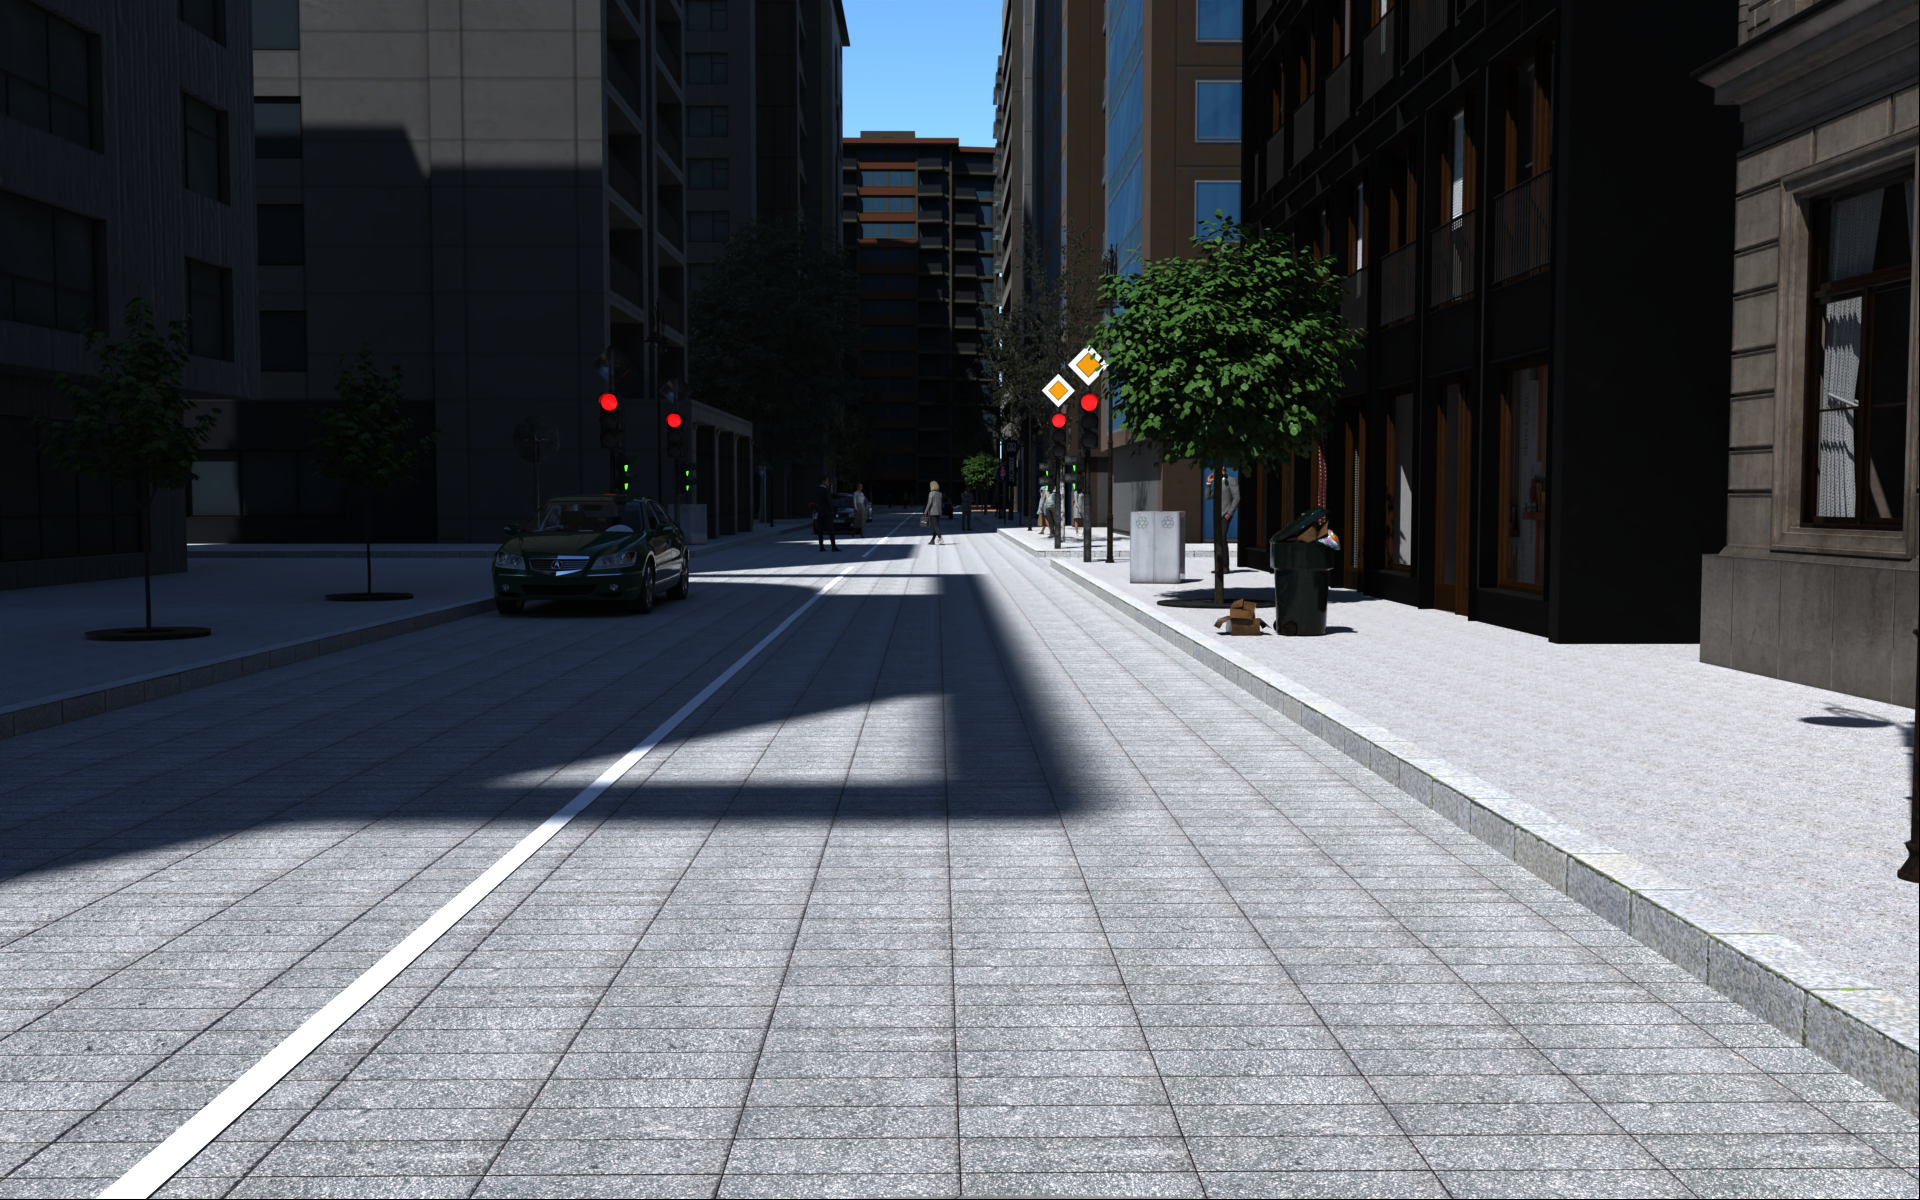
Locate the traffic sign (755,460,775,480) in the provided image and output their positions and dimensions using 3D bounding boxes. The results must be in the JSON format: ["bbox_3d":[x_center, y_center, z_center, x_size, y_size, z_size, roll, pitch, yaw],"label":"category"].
[{"bbox_3d":[-7.436,-4.052,65.984,0.795,2.593,0.064,0,4,1],"label":"traffic sign"}]

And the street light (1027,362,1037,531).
[{"bbox_3d":[2.448,-5.361,60.443,0.468,5.910,1.993,0,4,-1],"label":"street light"}]

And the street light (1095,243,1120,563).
[{"bbox_3d":[2.799,-3.631,32.157,0.468,5.910,1.993,0,4,-1],"label":"street light"}]

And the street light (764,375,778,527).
[{"bbox_3d":[-7.353,-5.793,67.511,0.468,5.910,1.993,0,4,-1],"label":"street light"}]

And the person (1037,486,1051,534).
[{"bbox_3d":[2.756,-2.977,54.811,0.616,1.811,0.778,-2,4,-34],"label":"person"}]

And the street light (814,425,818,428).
[{"bbox_3d":[-7.825,-7.418,94.079,0.468,5.910,1.993,0,4,-1],"label":"street light"}]

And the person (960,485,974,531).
[{"bbox_3d":[0.304,-3.617,67.811,0.511,1.800,0.466,-3,5,-43],"label":"person"}]

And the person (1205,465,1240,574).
[{"bbox_3d":[4.222,-1.327,27.928,0.473,1.802,0.592,-1,4,-10],"label":"person"}]

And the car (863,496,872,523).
[{"bbox_3d":[-5.466,-4.634,88.123,2.083,1.381,4.827,0,4,1],"label":"car"}]

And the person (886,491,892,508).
[{"bbox_3d":[-7.151,-10.112,174.509,0.721,1.739,1.217,1,4,23],"label":"person"}]

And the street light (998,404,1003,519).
[{"bbox_3d":[2.024,-7.078,88.514,0.468,5.910,1.993,0,4,-1],"label":"street light"}]

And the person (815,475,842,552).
[{"bbox_3d":[-3.326,-2.168,43.309,0.648,1.900,0.474,3,5,40],"label":"person"}]

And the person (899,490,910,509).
[{"bbox_3d":[-5.283,-9.639,166.198,1.348,1.812,0.705,-3,5,-44],"label":"person"}]

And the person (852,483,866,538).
[{"bbox_3d":[-3.362,-2.956,57.063,0.478,1.798,0.641,-2,4,-32],"label":"person"}]

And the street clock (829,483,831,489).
[{"bbox_3d":[-7.808,-5.919,101.351,0.471,2.002,0.358,1,4,14],"label":"street clock"}]

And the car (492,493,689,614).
[{"bbox_3d":[-4.630,-0.637,22.207,2.131,1.459,4.920,0,4,0],"label":"car"}]

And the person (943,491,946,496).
[{"bbox_3d":[-1.624,-11.052,189.989,0.721,1.735,1.217,0,4,1],"label":"person"}]

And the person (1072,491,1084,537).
[{"bbox_3d":[3.598,-2.756,52.114,0.522,1.701,0.512,2,4,29],"label":"person"}]

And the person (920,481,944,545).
[{"bbox_3d":[-0.748,-2.451,48.756,0.709,1.800,0.728,-3,5,-45],"label":"person"}]

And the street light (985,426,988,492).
[{"bbox_3d":[1.727,-8.716,115.295,0.468,5.910,1.993,0,4,-1],"label":"street light"}]

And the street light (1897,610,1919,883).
[{"bbox_3d":[3.223,-2.006,5.588,0.468,5.910,1.993,0,4,-1],"label":"street light"}]

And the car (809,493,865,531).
[{"bbox_3d":[-4.794,-3.588,67.710,2.155,1.783,4.494,0,4,-2],"label":"car"}]

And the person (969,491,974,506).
[{"bbox_3d":[1.116,-11.203,189.224,0.705,1.822,1.348,2,4,31],"label":"person"}]

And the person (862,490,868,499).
[{"bbox_3d":[-10.210,-10.872,184.351,0.990,1.755,0.434,2,4,33],"label":"person"}]

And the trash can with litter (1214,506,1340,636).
[{"bbox_3d":[2.872,-0.265,15.716,1.055,1.170,0.624,0,4,-1],"label":"trash can with litter"}]

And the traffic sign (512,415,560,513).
[{"bbox_3d":[-6.858,-1.708,28.039,0.768,2.556,0.104,0,4,0],"label":"traffic sign"}]

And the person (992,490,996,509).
[{"bbox_3d":[2.989,-8.364,144.256,0.593,1.643,0.415,0,4,3],"label":"person"}]

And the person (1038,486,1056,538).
[{"bbox_3d":[2.635,-2.693,50.561,0.782,1.767,0.515,3,5,43],"label":"person"}]

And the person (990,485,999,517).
[{"bbox_3d":[2.085,-5.544,96.862,0.728,1.800,0.709,2,4,32],"label":"person"}]

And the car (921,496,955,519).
[{"bbox_3d":[-1.253,-5.321,99.572,1.945,1.354,3.894,0,4,-1],"label":"car"}]

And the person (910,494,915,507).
[{"bbox_3d":[-5.281,-10.862,189.316,0.991,1.433,0.599,3,5,45],"label":"person"}]

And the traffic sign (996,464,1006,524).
[{"bbox_3d":[1.935,-4.558,74.630,0.768,2.556,0.104,0,4,8],"label":"traffic sign"}]

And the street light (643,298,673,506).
[{"bbox_3d":[-7.109,-4.168,40.939,0.468,5.910,1.993,0,4,-1],"label":"street light"}]

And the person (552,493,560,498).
[{"bbox_3d":[-9.582,-1.873,40.953,0.425,1.301,0.394,1,4,15],"label":"person"}]

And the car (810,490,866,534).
[{"bbox_3d":[-4.398,-3.240,62.756,2.009,1.686,4.222,0,4,-3],"label":"car"}]
